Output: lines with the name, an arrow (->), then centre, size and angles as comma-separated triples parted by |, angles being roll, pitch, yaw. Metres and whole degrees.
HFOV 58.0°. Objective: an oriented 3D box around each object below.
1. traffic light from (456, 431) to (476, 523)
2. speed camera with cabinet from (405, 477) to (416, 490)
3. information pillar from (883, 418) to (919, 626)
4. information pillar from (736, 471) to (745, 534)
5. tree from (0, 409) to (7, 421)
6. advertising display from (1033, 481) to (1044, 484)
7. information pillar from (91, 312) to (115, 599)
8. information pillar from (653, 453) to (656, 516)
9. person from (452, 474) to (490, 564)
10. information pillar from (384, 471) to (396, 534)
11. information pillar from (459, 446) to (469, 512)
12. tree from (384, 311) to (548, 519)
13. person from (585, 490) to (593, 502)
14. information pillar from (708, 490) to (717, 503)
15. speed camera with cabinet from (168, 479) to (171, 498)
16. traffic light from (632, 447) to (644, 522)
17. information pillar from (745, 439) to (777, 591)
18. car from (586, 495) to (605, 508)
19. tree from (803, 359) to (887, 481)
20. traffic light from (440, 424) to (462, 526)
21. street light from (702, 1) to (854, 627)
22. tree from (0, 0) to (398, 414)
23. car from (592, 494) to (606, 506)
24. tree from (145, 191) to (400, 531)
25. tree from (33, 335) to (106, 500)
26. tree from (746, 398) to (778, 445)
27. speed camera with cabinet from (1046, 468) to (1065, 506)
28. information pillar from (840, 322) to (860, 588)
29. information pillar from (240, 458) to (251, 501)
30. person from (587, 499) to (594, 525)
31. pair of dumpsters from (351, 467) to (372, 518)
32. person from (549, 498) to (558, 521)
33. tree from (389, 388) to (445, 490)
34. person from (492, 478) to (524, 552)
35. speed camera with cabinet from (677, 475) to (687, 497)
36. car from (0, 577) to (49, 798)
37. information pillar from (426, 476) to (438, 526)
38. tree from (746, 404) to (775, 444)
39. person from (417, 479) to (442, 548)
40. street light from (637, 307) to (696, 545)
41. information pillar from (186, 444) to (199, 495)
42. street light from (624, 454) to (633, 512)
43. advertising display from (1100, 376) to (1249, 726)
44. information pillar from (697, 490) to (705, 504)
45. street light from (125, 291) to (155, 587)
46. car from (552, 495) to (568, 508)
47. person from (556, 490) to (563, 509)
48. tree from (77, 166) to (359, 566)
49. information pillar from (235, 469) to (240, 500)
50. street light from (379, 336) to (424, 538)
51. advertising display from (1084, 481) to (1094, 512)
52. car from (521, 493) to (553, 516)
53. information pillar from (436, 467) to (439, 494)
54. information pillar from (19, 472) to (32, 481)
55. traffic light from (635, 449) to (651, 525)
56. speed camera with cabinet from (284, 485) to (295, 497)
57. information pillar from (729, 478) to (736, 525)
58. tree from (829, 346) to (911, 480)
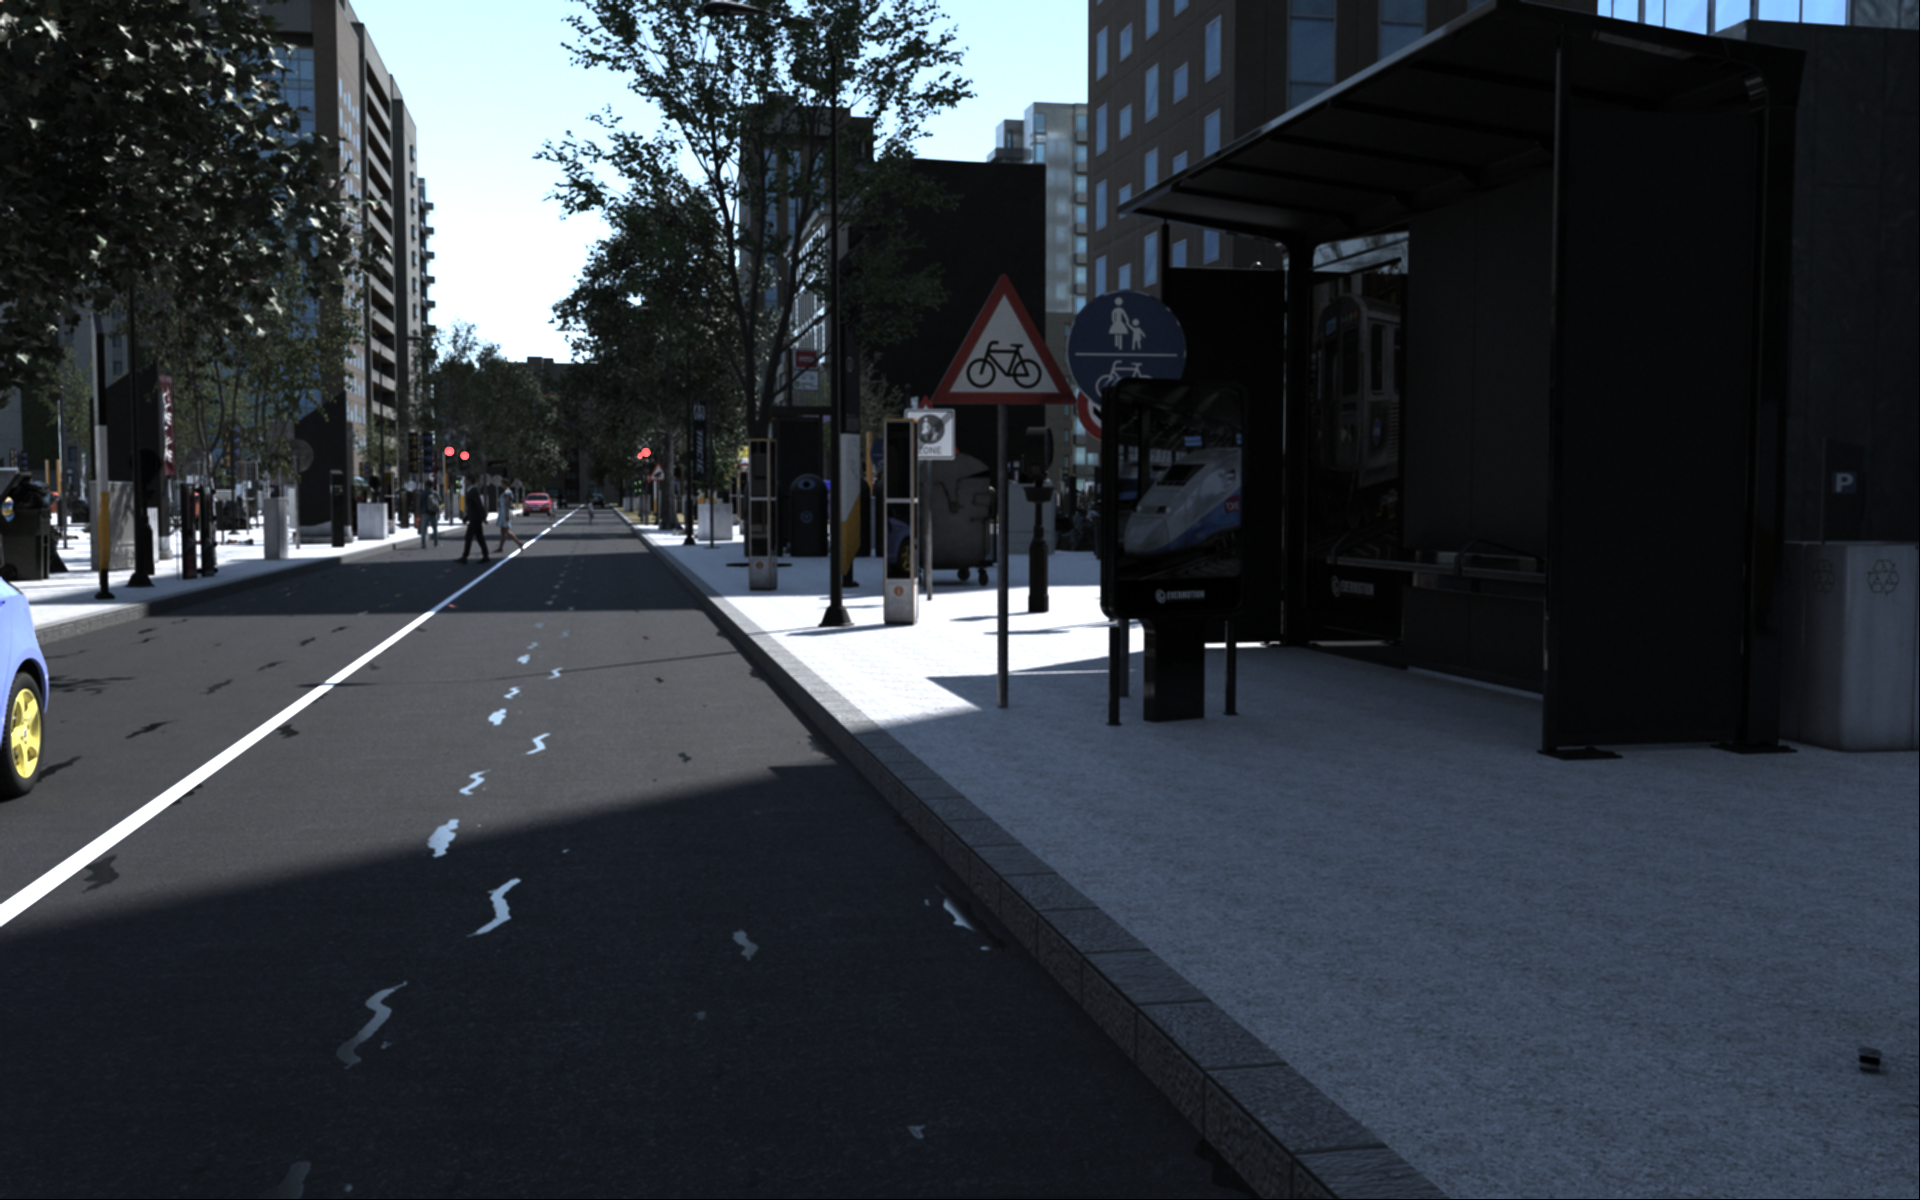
traffic light -> -21.976, -5.390, 77.046 | 0.839, 4.253, 0.868 | -1, 4, -12
speed camera with cabinet -> -39.934, -8.177, 128.022 | 2.038, 3.252, 0.660 | -2, 4, -32
information pillar -> -0.578, -0.765, 16.992 | 0.304, 2.012, 0.304 | 0, 4, 8
information pillar -> -6.902, -3.114, 55.408 | 0.304, 2.012, 0.304 | 0, 4, -4
tree -> -49.617, -8.274, 85.644 | 4.360, 8.622, 3.978 | 0, 3, 0
advertising display -> 2.582, -3.374, 60.380 | 0.123, 1.923, 0.974 | -2, 4, -34
information pillar -> -10.467, -1.820, 21.106 | 0.183, 3.616, 0.504 | -2, 4, -32
information pillar -> -17.526, -6.625, 99.669 | 0.183, 3.616, 0.504 | 0, 4, 7
person -> -10.074, -1.675, 35.671 | 0.755, 1.850, 0.659 | -1, 4, -12
information pillar -> -18.320, -3.127, 55.618 | 0.304, 2.012, 0.304 | 0, 4, -8
information pillar -> -23.281, -5.510, 81.446 | 0.504, 3.616, 0.183 | 1, 4, 10
tree -> -25.112, -9.364, 87.509 | 8.767, 10.594, 7.601 | 0, 4, 4
person -> -37.233, -10.113, 173.947 | 0.705, 1.812, 1.348 | 1, 4, 22
information pillar -> -13.763, -6.424, 96.390 | 0.504, 3.616, 0.183 | -1, 4, -20
speed camera with cabinet -> -48.909, -6.773, 105.079 | 2.038, 3.252, 0.660 | 1, 4, 19
traffic light -> -14.479, -5.486, 78.620 | 0.839, 4.253, 0.868 | -1, 4, -12
information pillar -> -2.626, -1.136, 23.073 | 0.304, 2.012, 0.304 | 1, 4, 12
car -> -38.397, -10.388, 182.424 | 1.945, 1.354, 3.894 | -1, 4, -11
tree -> -6.183, -8.820, 94.572 | 4.737, 8.622, 4.395 | 0, 3, 0
traffic light -> -20.346, -4.912, 69.229 | 0.839, 4.253, 0.868 | -1, 4, -12
street light -> -1.736, -2.694, 16.596 | 1.470, 5.913, 1.316 | -1, 4, -12
tree -> -9.423, -5.892, 13.335 | 9.611, 12.733, 9.660 | 0, 3, 0
car -> -44.418, -12.251, 212.095 | 2.131, 1.459, 4.920 | -1, 4, -12
tree -> -14.878, -5.336, 37.609 | 4.737, 8.622, 4.395 | 0, 3, 0
tree -> -40.988, -8.004, 81.230 | 4.737, 8.622, 4.395 | 0, 3, 0
tree -> -15.253, -10.952, 129.434 | 4.360, 8.622, 3.978 | 0, 3, 0
speed camera with cabinet -> 6.251, -7.264, 113.108 | 2.038, 3.252, 0.660 | -1, 4, -18
information pillar -> -1.521, -1.991, 23.903 | 0.183, 3.616, 0.504 | 1, 4, 22
information pillar -> -45.071, -7.228, 109.535 | 0.504, 3.616, 0.183 | -1, 4, -9
person -> -17.240, -4.100, 80.547 | 0.382, 1.210, 0.505 | -2, 4, -35
pair of dumpsters -> -21.626, -3.550, 60.533 | 1.574, 2.255, 4.437 | -1, 4, -12
person -> -21.808, -4.860, 92.975 | 0.382, 1.210, 0.505 | 1, 4, 17
tree -> -36.109, -10.100, 115.492 | 4.360, 8.622, 3.978 | 0, 3, 0
person -> -11.080, -2.070, 42.437 | 0.778, 1.811, 0.616 | 0, 4, -2
speed camera with cabinet -> -19.155, -7.912, 123.691 | 2.038, 3.252, 0.660 | -2, 4, -33
car -> -4.986, 0.171, 6.799 | 1.945, 1.707, 3.694 | -1, 4, -12
information pillar -> -21.028, -3.945, 69.000 | 0.304, 2.012, 0.304 | 1, 4, 20
tree -> -15.523, -11.428, 137.209 | 4.737, 8.622, 4.395 | 0, 3, 0
person -> -14.006, -2.269, 45.577 | 0.794, 1.824, 0.713 | 1, 4, 12
street light -> -7.345, -4.330, 43.345 | 1.470, 5.913, 1.316 | -1, 4, -12
information pillar -> -34.215, -5.249, 77.182 | 0.183, 3.616, 0.504 | 3, 5, 41
street light -> -12.938, -6.008, 70.772 | 1.470, 5.913, 1.316 | -1, 4, -12
advertising display -> 1.218, -0.281, 9.802 | 0.974, 1.923, 0.123 | -2, 4, -32
information pillar -> -14.874, -6.592, 99.139 | 0.504, 3.616, 0.183 | -3, 4, -37
street light -> -10.825, -3.142, 23.906 | 1.470, 5.913, 1.316 | -1, 4, -12
car -> -42.038, -10.328, 181.438 | 1.945, 1.354, 3.894 | -1, 4, -12
person -> -38.110, -9.593, 164.980 | 0.705, 1.869, 1.348 | -3, 5, -43
tree -> -13.416, -4.910, 30.635 | 4.360, 8.622, 3.978 | 0, 3, 0
information pillar -> -58.987, -9.188, 141.580 | 0.504, 3.616, 0.183 | 1, 4, 16
street light -> -16.448, -4.796, 50.961 | 1.470, 5.913, 1.316 | -1, 4, -12
advertising display -> 6.388, -4.834, 84.241 | 0.123, 1.923, 0.974 | -2, 4, -34
car -> -27.626, -6.383, 113.408 | 2.155, 1.783, 4.494 | -1, 4, -10
information pillar -> -40.661, -8.753, 134.473 | 0.504, 3.616, 0.183 | -1, 4, -21
information pillar -> -31.739, -3.323, 58.816 | 0.304, 2.012, 0.304 | 1, 4, 20
traffic light -> -12.849, -5.008, 70.803 | 0.839, 4.253, 0.868 | -1, 4, -12
speed camera with cabinet -> -24.904, -4.413, 66.493 | 2.038, 3.252, 0.660 | -2, 4, -33
information pillar -> -9.286, -4.066, 70.970 | 0.304, 2.012, 0.304 | -1, 4, -21
tree -> -4.511, -8.168, 83.903 | 4.360, 8.622, 3.978 | 0, 3, 0
